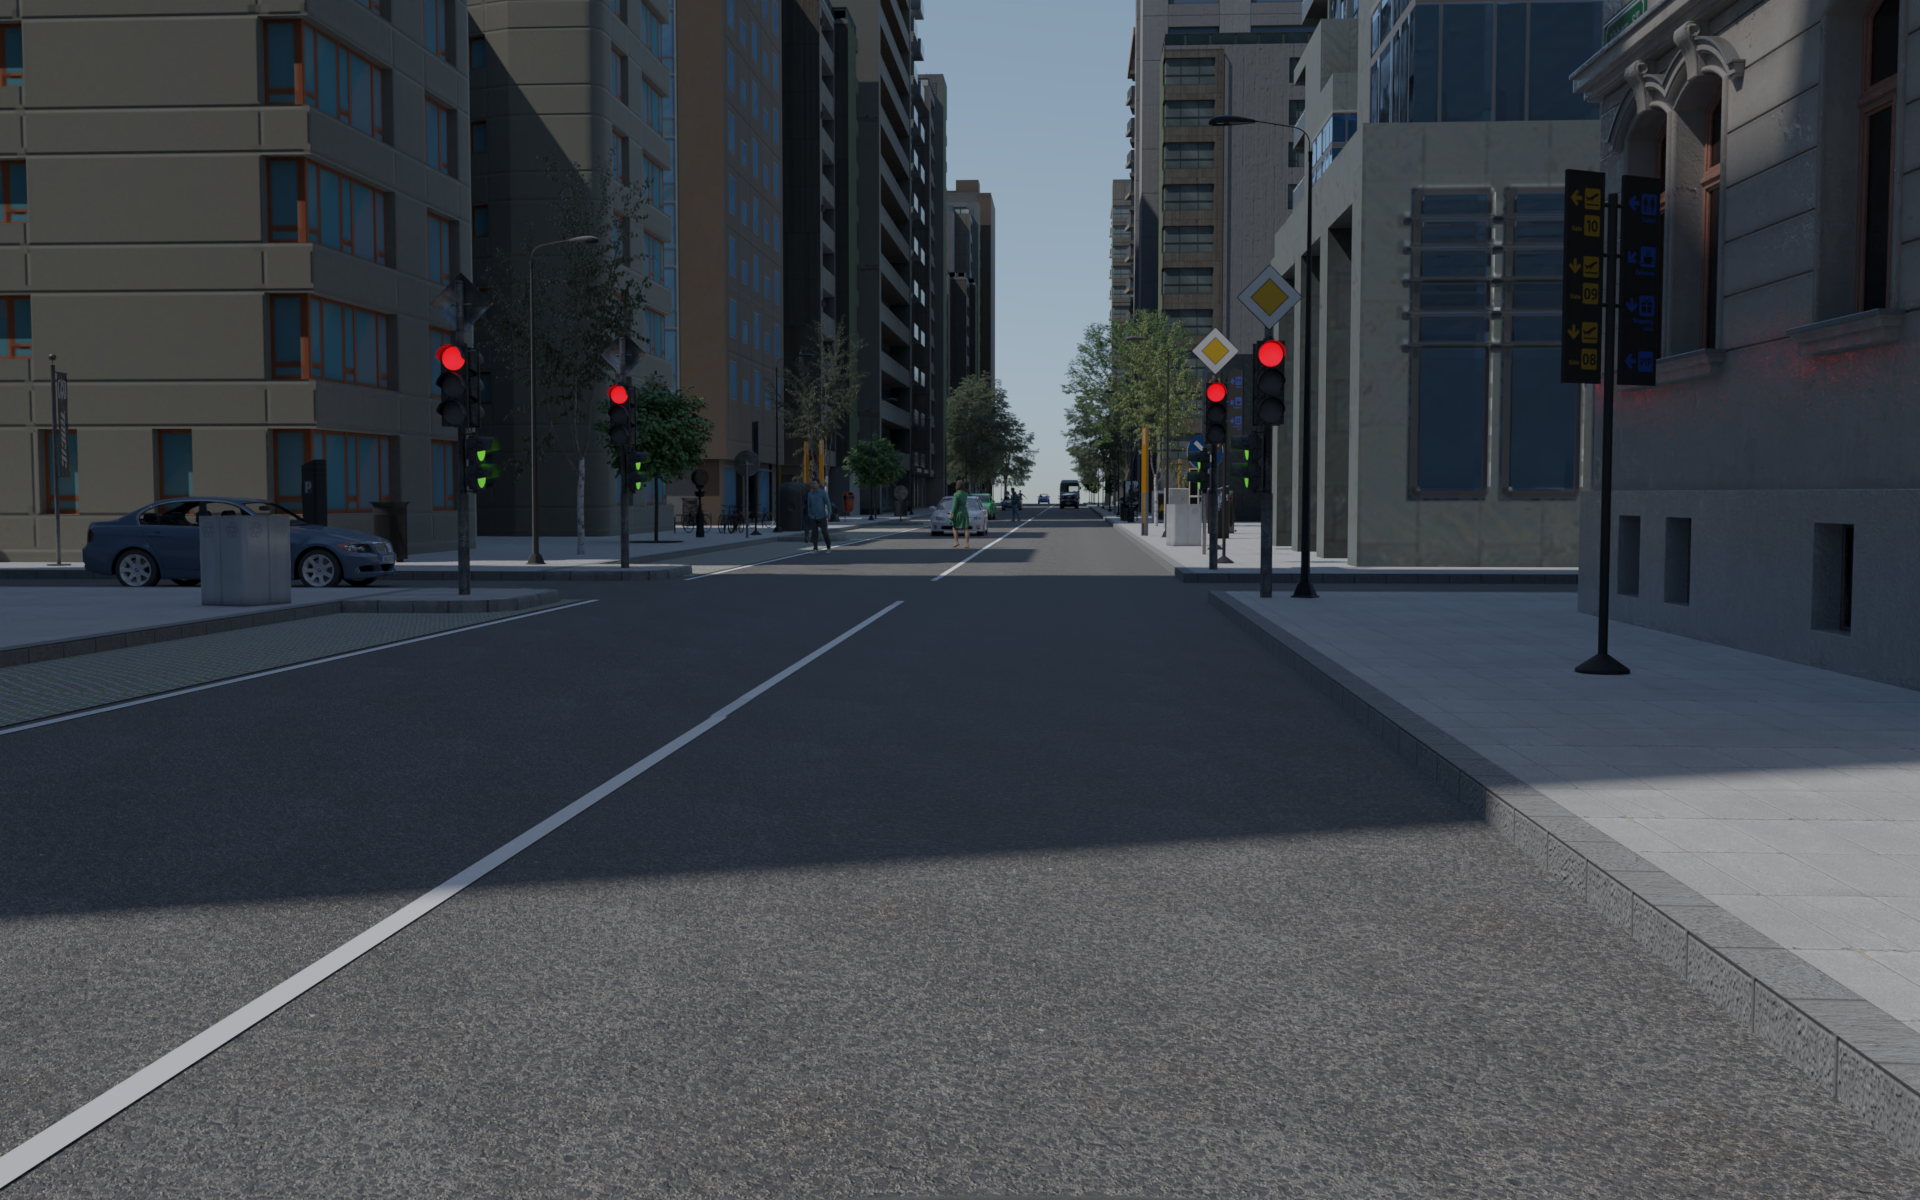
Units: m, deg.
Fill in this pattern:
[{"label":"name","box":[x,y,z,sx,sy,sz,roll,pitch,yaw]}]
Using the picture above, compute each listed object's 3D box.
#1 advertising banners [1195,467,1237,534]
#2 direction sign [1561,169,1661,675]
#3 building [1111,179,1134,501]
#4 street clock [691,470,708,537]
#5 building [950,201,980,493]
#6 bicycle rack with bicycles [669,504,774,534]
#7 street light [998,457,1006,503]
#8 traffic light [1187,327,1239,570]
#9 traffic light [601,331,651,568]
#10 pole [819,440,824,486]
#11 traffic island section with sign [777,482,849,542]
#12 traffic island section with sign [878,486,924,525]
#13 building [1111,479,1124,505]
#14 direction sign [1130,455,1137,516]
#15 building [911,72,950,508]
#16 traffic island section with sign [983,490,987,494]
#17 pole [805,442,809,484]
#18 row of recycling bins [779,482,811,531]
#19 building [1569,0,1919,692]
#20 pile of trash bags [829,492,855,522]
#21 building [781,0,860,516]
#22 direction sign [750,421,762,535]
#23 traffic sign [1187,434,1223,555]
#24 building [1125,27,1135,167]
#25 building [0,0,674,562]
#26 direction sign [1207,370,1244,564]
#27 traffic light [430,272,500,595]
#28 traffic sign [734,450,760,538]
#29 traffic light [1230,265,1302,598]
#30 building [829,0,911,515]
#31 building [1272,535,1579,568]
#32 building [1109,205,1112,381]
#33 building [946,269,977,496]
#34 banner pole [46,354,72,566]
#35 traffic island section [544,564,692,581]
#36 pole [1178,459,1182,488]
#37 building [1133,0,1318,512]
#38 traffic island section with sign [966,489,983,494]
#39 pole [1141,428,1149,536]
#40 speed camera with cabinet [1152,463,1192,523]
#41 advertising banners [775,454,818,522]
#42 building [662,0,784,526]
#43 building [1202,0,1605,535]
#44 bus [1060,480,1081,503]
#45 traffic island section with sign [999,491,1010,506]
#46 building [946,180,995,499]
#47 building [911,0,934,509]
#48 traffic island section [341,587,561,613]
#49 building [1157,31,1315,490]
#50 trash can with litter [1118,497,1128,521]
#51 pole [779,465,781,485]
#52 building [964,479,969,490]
[{"label":"advertising banners","box":[8.207,-3.653,55.921,2.074,3.025,0.090,-3,4,-38]},{"label":"direction sign","box":[4.618,-1.244,12.344,0.876,3.537,0.379,-2,4,-25]},{"label":"building","box":[26.786,-33.225,226.819,14.154,41.232,14.086,0,4,4]},{"label":"street clock","box":[-7.693,-2.853,51.220,0.471,2.002,0.358,-3,5,-42]},{"label":"building","box":[-4.604,-33.806,236.321,14.154,41.232,14.086,0,4,4]},{"label":"bicycle rack with bicycles","box":[-8.016,-2.673,57.086,2.852,0.926,2.925,1,4,18]},{"label":"street light","box":[4.707,-14.903,216.201,1.470,5.913,1.316,0,4,4]},{"label":"traffic light","box":[4.290,-2.473,29.347,0.839,4.253,0.868,0,4,4]},{"label":"traffic light","box":[-5.802,-2.511,29.976,0.839,4.253,0.868,0,4,4]},{"label":"pole","box":[-5.209,-4.362,65.168,0.158,3.312,0.155,0,3,0]},{"label":"traffic island section with sign","box":[-4.405,-2.681,52.467,1.989,1.847,2.006,0,4,4]},{"label":"traffic island section with sign","box":[-2.683,-4.327,79.367,1.989,1.847,2.006,0,4,4]},{"label":"building","box":[34.205,-31.496,206.835,32.217,40.220,23.993,0,4,4]},{"label":"direction sign","box":[10.199,-6.723,101.916,0.379,3.537,0.876,-1,4,-16]},{"label":"building","box":[-8.706,-29.392,164.155,14.154,41.232,14.086,0,4,4]},{"label":"traffic island section with sign","box":[2.205,-8.984,155.510,1.989,1.847,2.006,0,4,4]},{"label":"pole","box":[-5.940,-4.491,67.263,0.158,3.312,0.155,0,3,0]},{"label":"row of recycling bins","box":[-5.751,-3.299,61.053,1.069,1.692,3.534,0,4,4]},{"label":"building","box":[12.201,-13.400,6.474,14.401,28.519,23.554,0,4,4]},{"label":"pile of trash bags","box":[-6.287,-4.320,80.381,3.447,1.369,1.912,-3,5,-43]},{"label":"building","box":[-13.561,-19.983,98.423,14.160,30.474,14.107,0,4,4]},{"label":"direction sign","box":[-6.397,-3.803,54.175,0.379,3.537,0.876,-1,4,-17]},{"label":"traffic sign","box":[5.174,-2.232,36.607,0.768,2.556,0.104,1,4,10]},{"label":"building","box":[26.690,-31.034,162.028,22.147,44.769,28.867,0,4,4]},{"label":"building","box":[-24.776,-12.341,46.814,27.650,21.520,28.899,0,4,4]},{"label":"direction sign","box":[4.892,-2.447,32.008,0.379,3.537,0.876,-3,5,-39]},{"label":"traffic light","box":[-6.313,-2.024,22.008,0.839,4.253,0.868,0,4,4]},{"label":"traffic sign","box":[-6.205,-3.076,50.400,0.768,2.556,0.104,0,4,4]},{"label":"traffic light","box":[3.778,-1.985,21.378,0.839,4.253,0.868,0,4,4]},{"label":"building","box":[-14.862,-30.111,116.019,21.300,48.544,21.600,0,4,4]},{"label":"building","box":[23.162,-44.361,37.975,31.000,86.520,22.319,0,4,4]},{"label":"building","box":[32.470,-36.286,247.897,22.147,44.769,28.867,0,4,4]},{"label":"building","box":[-5.149,-27.577,222.585,14.160,30.474,14.107,0,4,4]},{"label":"banner pole","box":[-16.196,-2.519,31.195,0.401,3.779,0.863,0,4,-6]},{"label":"traffic island section","box":[-5.841,-0.479,30.113,2.009,0.180,2.903,0,4,4]},{"label":"pole","box":[12.778,-6.537,100.721,0.158,3.312,0.155,0,3,0]},{"label":"building","box":[23.892,-36.105,132.320,21.231,58.520,28.212,0,4,4]},{"label":"traffic island section with sign","box":[0.464,-7.326,128.413,1.989,1.847,2.006,0,4,4]},{"label":"pole","box":[5.679,-3.628,53.155,0.158,3.312,0.155,0,3,0]},{"label":"speed camera with cabinet","box":[9.563,-5.052,76.940,2.038,3.252,0.660,1,4,11]},{"label":"advertising banners","box":[-7.175,-4.887,76.082,2.074,3.025,0.090,1,4,20]},{"label":"building","box":[-15.848,-26.046,75.958,14.600,45.320,14.200,0,4,4]},{"label":"building","box":[22.750,-46.427,71.757,22.319,86.520,31.000,0,4,4]},{"label":"bus","box":[14.571,-14.334,229.221,2.948,3.499,13.247,0,4,4]},{"label":"traffic island section with sign","box":[5.839,-12.441,212.030,1.989,1.847,2.006,0,4,4]},{"label":"building","box":[-2.112,-36.726,250.576,14.600,45.320,14.200,0,4,4]},{"label":"building","box":[-14.666,-31.952,142.023,23.786,49.044,30.456,0,4,4]},{"label":"traffic island section","box":[-6.353,0.008,22.145,2.009,0.180,2.903,0,4,4]},{"label":"building","box":[19.813,-20.830,112.273,14.160,30.474,14.107,0,4,4]},{"label":"trash can with litter","box":[7.859,-4.395,83.242,0.624,1.170,1.055,0,4,0]},{"label":"pole","box":[-8.914,-5.595,85.324,0.158,3.312,0.155,0,3,0]},{"label":"building","box":[-15.194,-31.315,203.876,32.217,40.220,23.993,0,4,4]}]
